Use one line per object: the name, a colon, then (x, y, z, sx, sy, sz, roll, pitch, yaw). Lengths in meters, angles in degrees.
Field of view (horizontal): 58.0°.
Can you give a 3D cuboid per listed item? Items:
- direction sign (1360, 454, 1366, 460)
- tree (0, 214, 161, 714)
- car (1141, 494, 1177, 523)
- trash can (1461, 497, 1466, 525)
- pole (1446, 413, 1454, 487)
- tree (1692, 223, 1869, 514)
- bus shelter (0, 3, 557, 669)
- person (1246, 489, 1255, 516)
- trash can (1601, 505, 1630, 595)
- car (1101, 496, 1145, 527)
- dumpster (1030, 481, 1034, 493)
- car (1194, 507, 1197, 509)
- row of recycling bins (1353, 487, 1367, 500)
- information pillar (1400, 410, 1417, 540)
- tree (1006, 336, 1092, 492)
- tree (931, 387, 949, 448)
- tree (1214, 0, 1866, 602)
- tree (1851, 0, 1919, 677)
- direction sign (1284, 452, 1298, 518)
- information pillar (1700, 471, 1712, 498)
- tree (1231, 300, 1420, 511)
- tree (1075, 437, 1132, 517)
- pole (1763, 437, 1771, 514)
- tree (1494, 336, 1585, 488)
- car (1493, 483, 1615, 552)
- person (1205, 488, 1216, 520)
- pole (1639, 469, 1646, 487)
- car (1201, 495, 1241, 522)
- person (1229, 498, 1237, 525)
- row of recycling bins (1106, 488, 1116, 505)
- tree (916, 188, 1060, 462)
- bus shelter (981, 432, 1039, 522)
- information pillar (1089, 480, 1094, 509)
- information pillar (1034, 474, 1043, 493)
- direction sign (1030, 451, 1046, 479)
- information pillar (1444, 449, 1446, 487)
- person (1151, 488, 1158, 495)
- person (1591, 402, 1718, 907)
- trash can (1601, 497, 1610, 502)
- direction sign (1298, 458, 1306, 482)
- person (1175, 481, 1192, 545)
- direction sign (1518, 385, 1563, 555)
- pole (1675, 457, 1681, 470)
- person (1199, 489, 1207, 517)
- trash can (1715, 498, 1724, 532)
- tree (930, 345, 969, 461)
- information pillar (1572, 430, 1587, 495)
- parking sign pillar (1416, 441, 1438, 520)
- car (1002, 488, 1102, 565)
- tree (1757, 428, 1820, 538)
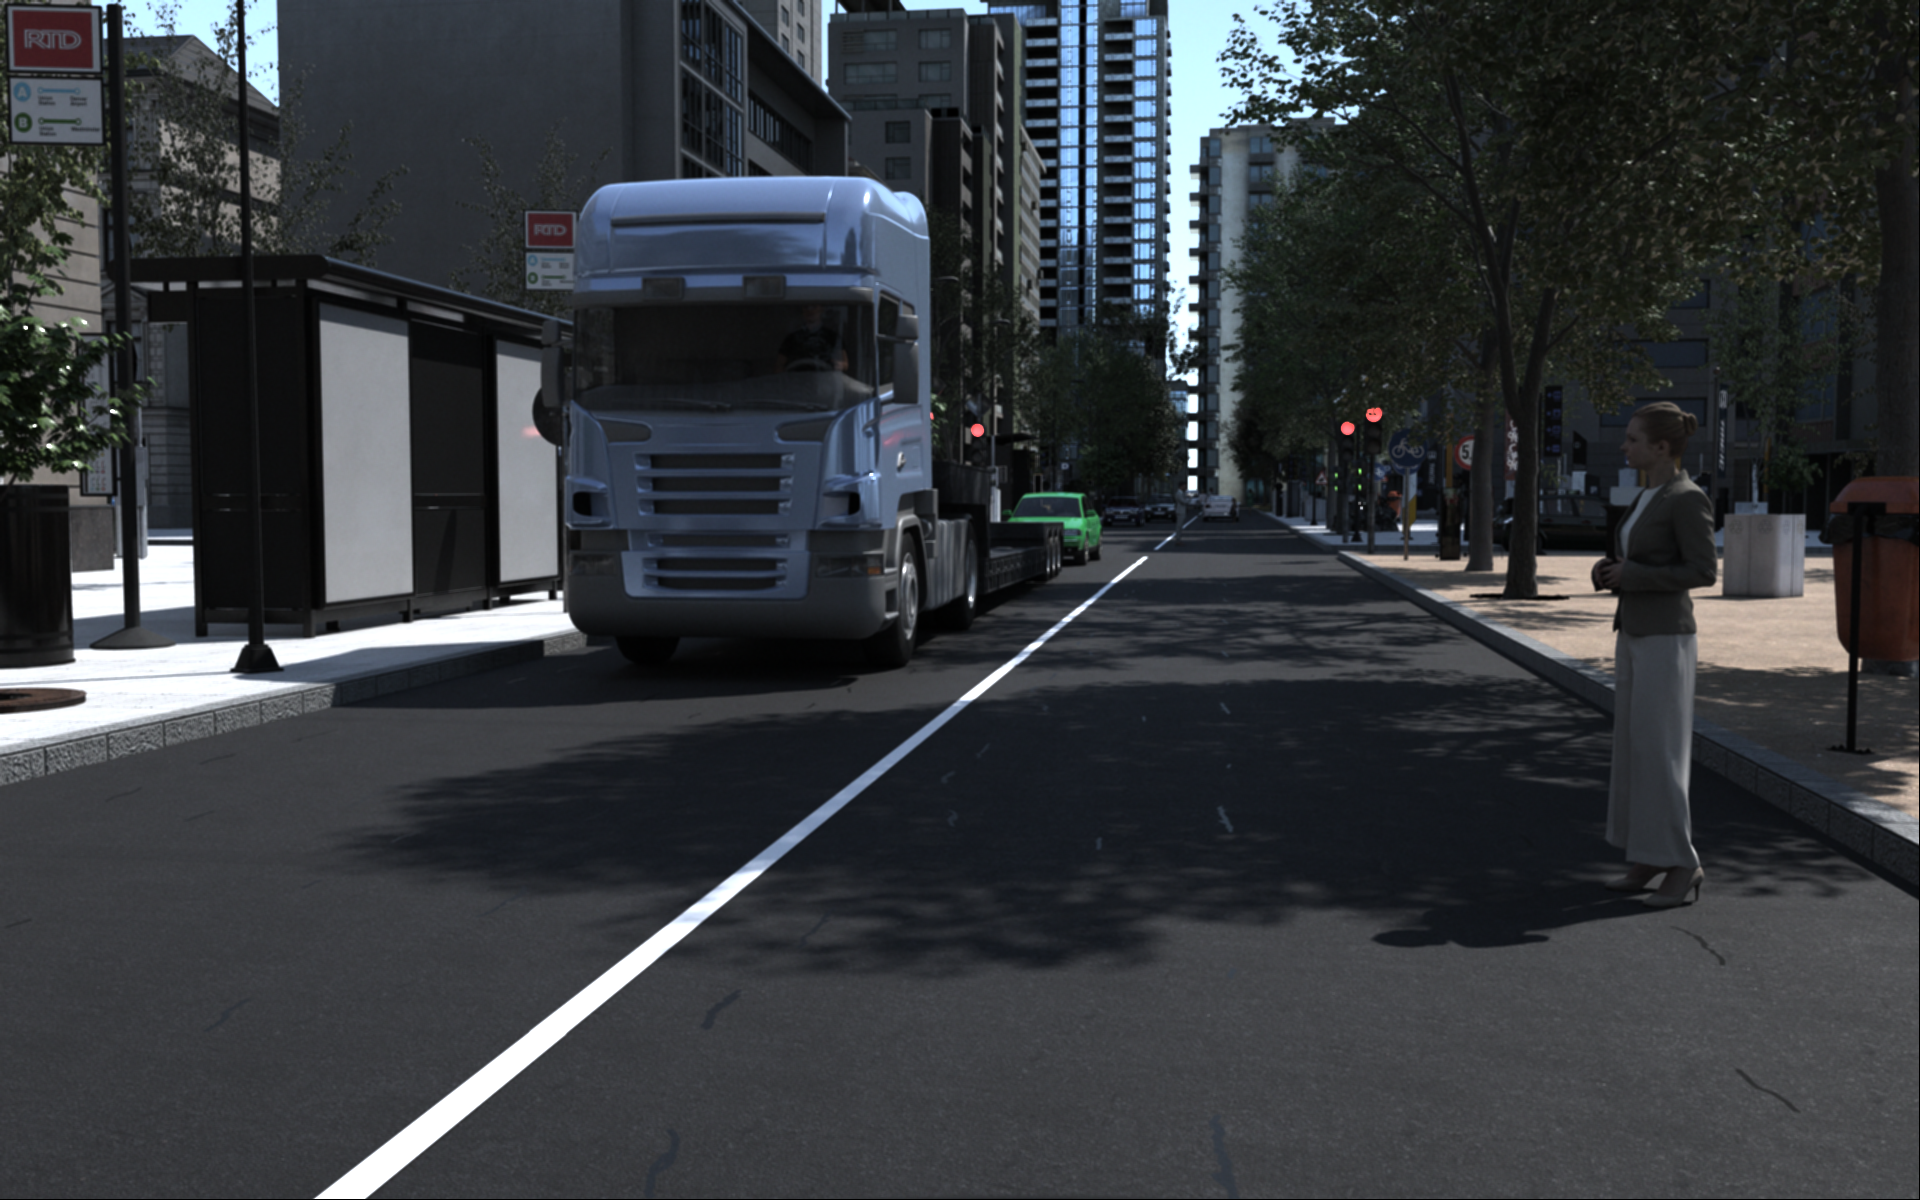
direction sign: (22.753, -6.500, 98.274, 0.379, 3.537, 0.876, -1, 4, -22)
tree: (-5.819, -0.960, 10.291, 1.663, 3.219, 1.824, 0, 3, 0)
car: (10.216, -4.787, 88.052, 2.009, 1.686, 4.222, 1, 4, 9)
trash can: (20.867, -3.739, 72.782, 0.748, 1.137, 0.748, 0, 3, 0)
pole: (12.391, -3.060, 43.875, 0.158, 3.312, 0.155, 0, 3, 0)
tree: (21.140, -5.823, 45.561, 4.737, 8.622, 4.395, 0, 3, 0)
bus shelter: (-6.328, -2.395, 16.788, 2.179, 5.291, 8.768, 1, 4, 9)
person: (19.286, -6.509, 115.173, 0.600, 1.795, 0.529, 2, 4, 24)
trash can: (8.574, -0.641, 22.128, 0.748, 1.137, 0.748, 0, 3, 0)
car: (7.299, -3.952, 77.191, 1.945, 1.354, 3.894, 1, 4, 8)
dumpster: (2.801, -4.213, 74.641, 1.264, 1.857, 1.865, 1, 4, 8)
car: (22.726, -9.818, 172.884, 2.083, 1.381, 4.827, 0, 4, 7)
row of recycling bins: (21.489, -5.293, 93.652, 1.069, 1.692, 3.534, 1, 4, 10)
information pillar: (12.621, -3.501, 48.601, 0.504, 3.616, 0.183, -3, 4, -36)
tree: (4.302, -8.018, 81.453, 4.737, 8.622, 4.395, 0, 3, 0)
tree: (-1.872, -3.105, 34.479, 4.285, 4.588, 4.351, 0, 3, 0)
tree: (6.770, -5.808, 20.710, 9.928, 11.665, 9.643, 0, 3, 0)
tree: (6.274, -5.746, 12.071, 7.486, 12.596, 7.792, 0, 3, 0)
direction sign: (17.758, -6.217, 93.649, 0.379, 3.537, 0.876, -1, 4, -17)
information pillar: (24.293, -3.178, 56.454, 0.304, 2.012, 0.304, 3, 5, 42)
tree: (17.107, -8.787, 78.088, 7.601, 10.594, 8.767, 0, 4, -4)
tree: (8.193, -7.044, 98.876, 4.285, 4.588, 4.351, 0, 3, 0)
pole: (29.039, -4.190, 62.345, 0.158, 3.312, 0.155, 0, 3, 0)
tree: (23.442, -7.409, 71.505, 4.737, 8.622, 4.395, 0, 3, 0)
car: (14.278, -1.823, 39.593, 4.222, 1.686, 2.009, 1, 4, 9)
person: (13.905, -5.356, 96.344, 0.850, 1.792, 0.678, 2, 4, 28)
pole: (21.567, -3.723, 54.712, 0.158, 3.312, 0.155, 0, 3, 0)
car: (13.710, -4.810, 91.005, 2.083, 1.381, 4.827, 1, 4, 8)
person: (12.833, -4.171, 81.362, 0.373, 1.253, 0.362, 0, 4, 7)
row of recycling bins: (9.467, -6.453, 112.617, 1.069, 1.692, 3.534, 0, 4, -5)
tree: (-0.335, -7.245, 52.873, 8.767, 10.594, 7.601, -3, 5, -43)
bus shelter: (1.963, -4.761, 69.130, 1.731, 3.624, 6.357, 1, 4, 9)
information pillar: (6.751, -5.196, 89.443, 0.304, 2.012, 0.304, 1, 4, 22)
information pillar: (2.885, -3.637, 63.955, 0.304, 2.012, 0.304, 0, 4, 6)
direction sign: (4.028, -6.008, 90.225, 0.876, 3.537, 0.379, -1, 4, -10)
information pillar: (25.245, -6.020, 89.788, 0.504, 3.616, 0.183, -3, 5, -44)
person: (11.173, -5.561, 99.604, 0.511, 1.800, 0.466, 1, 4, 15)
person: (2.451, 0.174, 6.205, 0.362, 1.759, 0.519, 0, 4, 0)
trash can: (29.213, -4.051, 77.884, 0.748, 1.137, 0.748, 0, 3, 0)
direction sign: (21.249, -7.132, 108.606, 0.876, 3.537, 0.379, 2, 4, 27)
person: (6.252, -2.434, 48.477, 0.466, 1.800, 0.511, 0, 4, 5)
direction sign: (12.140, -2.711, 36.329, 0.876, 3.537, 0.379, 1, 4, 19)
pole: (21.754, -3.589, 52.530, 0.158, 3.312, 0.155, 0, 3, 0)
person: (15.431, -6.104, 108.965, 0.731, 1.740, 0.598, -1, 4, -14)
trash can: (25.372, -2.864, 58.472, 0.748, 1.137, 0.748, 0, 3, 0)
tree: (-1.696, -8.181, 84.128, 4.737, 8.622, 4.395, 0, 3, 0)
information pillar: (22.468, -4.375, 62.883, 0.504, 3.616, 0.183, 1, 4, 23)
parking sign pillar: (23.631, -6.068, 87.690, 1.447, 3.967, 1.447, -3, 5, -42)
car: (1.940, -1.681, 36.276, 1.959, 1.807, 4.718, 1, 4, 10)
tree: (24.600, -3.466, 51.267, 1.663, 3.219, 1.824, 0, 3, 0)
